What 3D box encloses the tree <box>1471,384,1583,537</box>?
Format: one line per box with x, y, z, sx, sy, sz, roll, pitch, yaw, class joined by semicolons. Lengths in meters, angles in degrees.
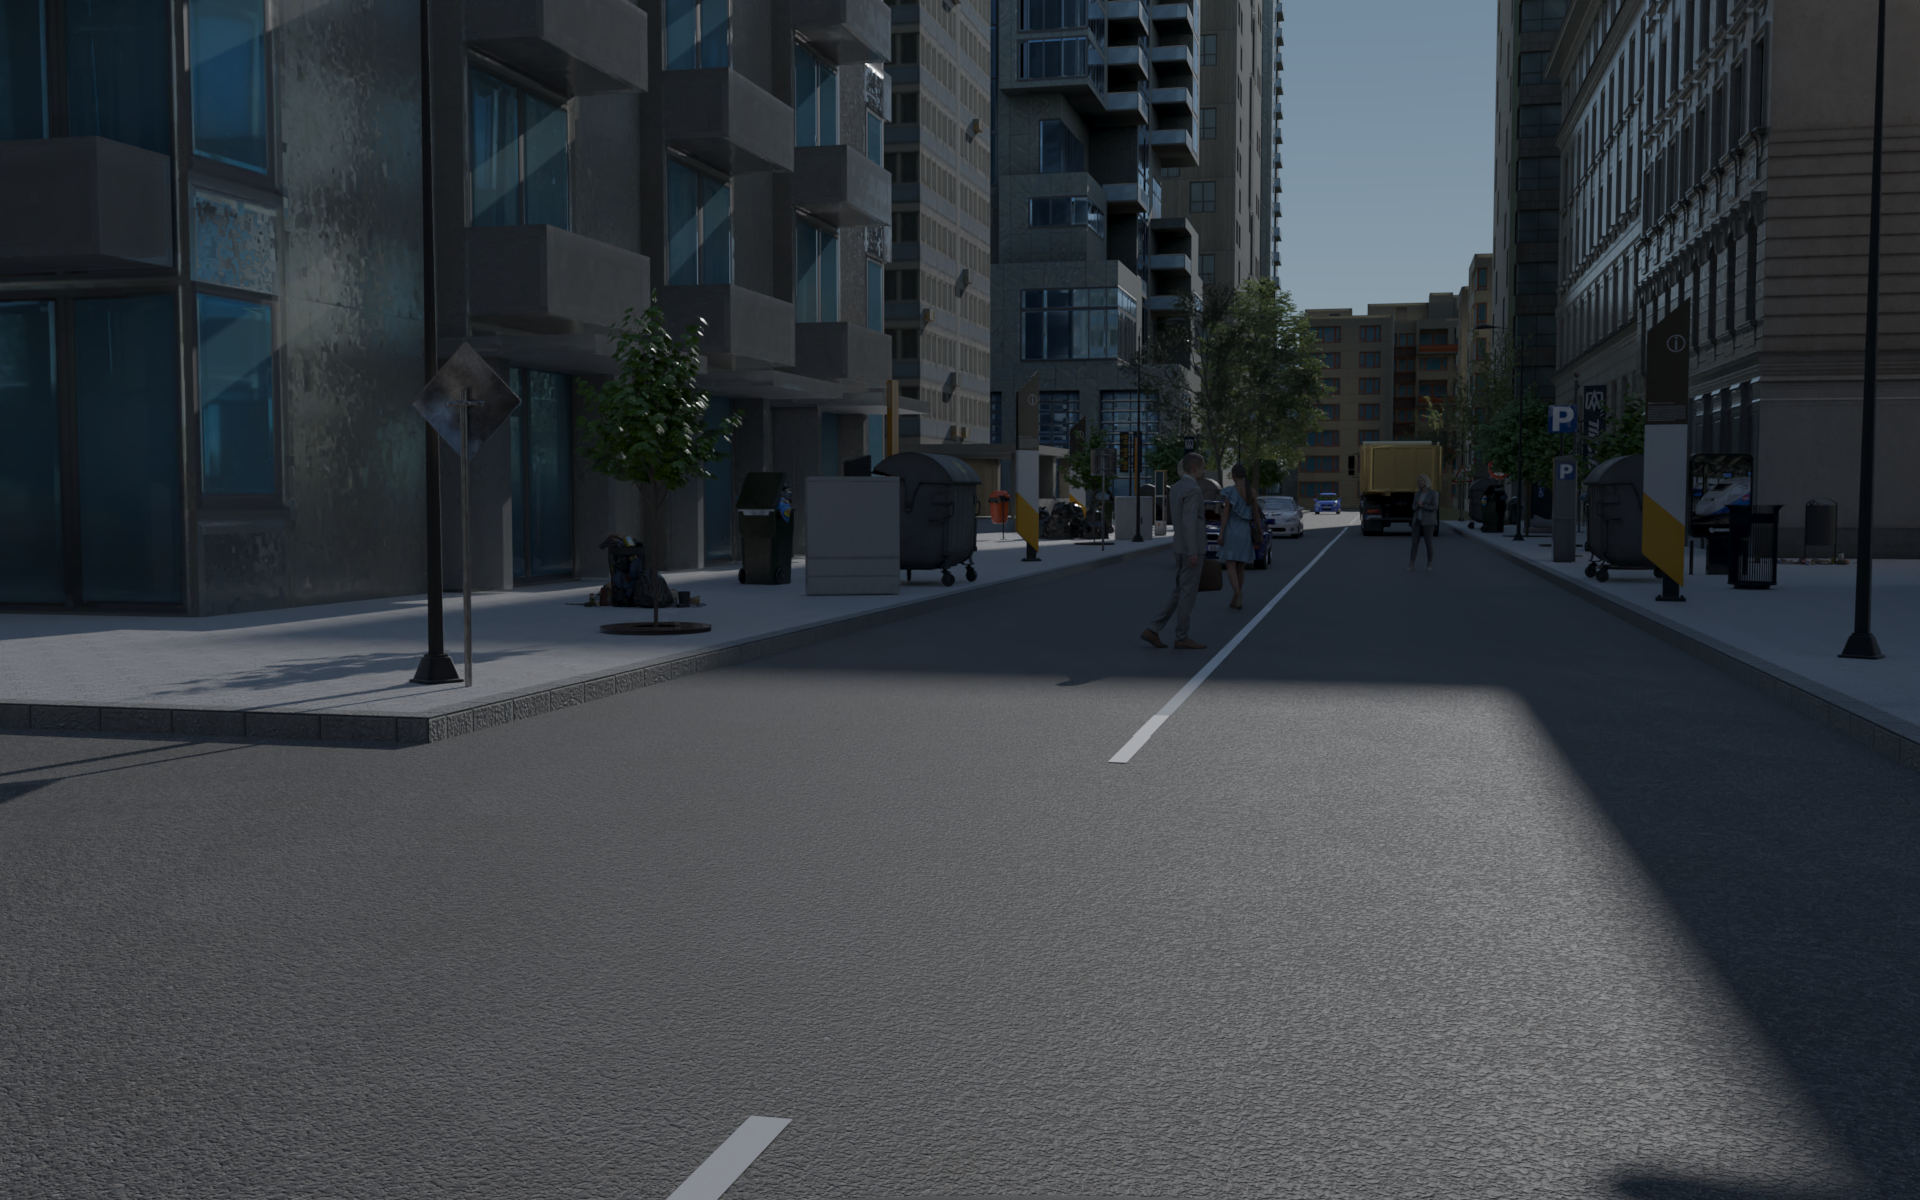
17.159;-4.178;52.019;4.285;4.588;4.351;0;3;0;tree

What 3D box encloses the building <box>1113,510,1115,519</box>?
3.664;-48.227;101.187;22.319;86.520;31.000;1;4;14;building

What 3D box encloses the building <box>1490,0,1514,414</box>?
47.878;-31.671;107.061;28.713;52.752;27.495;1;4;14;building

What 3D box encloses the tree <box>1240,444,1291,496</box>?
18.332;-7.420;105.037;4.285;4.588;4.351;0;3;0;tree

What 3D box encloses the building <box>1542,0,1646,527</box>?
31.280;-14.137;64.431;16.112;22.955;30.059;1;4;14;building

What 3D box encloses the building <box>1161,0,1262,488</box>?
11.090;-33.985;144.894;27.495;52.752;28.713;1;4;14;building

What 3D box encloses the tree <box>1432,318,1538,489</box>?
22.434;-7.525;73.402;4.737;8.622;4.395;0;3;0;tree

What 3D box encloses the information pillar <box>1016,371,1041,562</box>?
1.291;-2.539;32.870;0.504;3.616;0.183;-2;4;-31;information pillar

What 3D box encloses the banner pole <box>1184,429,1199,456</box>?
8.888;-4.661;66.218;0.863;3.779;0.401;-2;4;-30;banner pole

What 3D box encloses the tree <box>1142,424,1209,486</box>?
10.127;-5.947;80.950;4.285;4.588;4.351;0;3;0;tree

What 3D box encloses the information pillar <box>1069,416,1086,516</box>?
3.543;-3.709;51.991;0.504;3.616;0.183;1;4;16;information pillar

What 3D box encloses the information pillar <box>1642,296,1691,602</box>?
8.439;-1.793;20.675;0.504;3.616;0.183;1;4;23;information pillar

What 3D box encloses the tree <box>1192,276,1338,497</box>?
15.913;-10.544;90.514;7.486;12.596;7.792;0;3;0;tree

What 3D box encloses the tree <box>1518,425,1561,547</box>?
14.745;-2.908;42.148;1.663;3.219;1.824;0;3;0;tree

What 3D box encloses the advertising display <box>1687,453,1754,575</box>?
12.054;-1.361;27.473;0.974;1.923;0.123;0;4;2;advertising display

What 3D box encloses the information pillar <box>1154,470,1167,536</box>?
6.187;-2.991;53.394;0.304;2.012;0.304;1;4;23;information pillar

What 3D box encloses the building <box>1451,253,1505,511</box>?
53.780;-17.770;135.586;27.650;21.520;28.899;1;4;14;building

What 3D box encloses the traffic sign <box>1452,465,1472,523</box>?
22.608;-4.769;77.977;0.884;2.594;0.081;1;4;18;traffic sign

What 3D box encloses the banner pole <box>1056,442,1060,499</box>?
4.614;-5.726;83.640;0.863;3.779;0.401;-3;5;-41;banner pole

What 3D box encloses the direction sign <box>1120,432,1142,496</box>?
6.202;-4.338;62.922;0.876;3.537;0.379;2;4;30;direction sign

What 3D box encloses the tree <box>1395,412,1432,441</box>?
40.225;-12.250;150.653;4.737;8.622;4.395;0;3;0;tree

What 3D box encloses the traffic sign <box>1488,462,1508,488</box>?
18.354;-3.598;58.934;0.768;2.556;0.104;1;4;20;traffic sign

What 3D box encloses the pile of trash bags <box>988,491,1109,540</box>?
2.417;-2.415;49.231;3.447;1.369;1.912;-1;4;-23;pile of trash bags

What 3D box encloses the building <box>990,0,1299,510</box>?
20.734;-53.179;182.154;31.000;86.520;22.319;1;4;14;building

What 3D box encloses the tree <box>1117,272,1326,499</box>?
10.915;-8.416;72.018;8.767;10.594;7.601;0;4;-1;tree

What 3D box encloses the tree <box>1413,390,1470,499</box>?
33.995;-10.554;122.916;4.360;8.622;3.978;0;3;0;tree

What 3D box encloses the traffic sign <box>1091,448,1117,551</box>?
3.216;-2.247;38.862;0.606;2.300;0.079;1;4;19;traffic sign

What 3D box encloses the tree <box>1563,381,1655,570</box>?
11.502;-2.152;29.791;1.663;3.219;1.824;0;3;0;tree

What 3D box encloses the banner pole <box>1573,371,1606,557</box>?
12.710;-2.763;35.184;0.401;3.779;0.863;-3;5;-45;banner pole

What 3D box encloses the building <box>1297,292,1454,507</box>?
50.264;-20.416;178.840;28.899;21.520;27.650;1;4;14;building

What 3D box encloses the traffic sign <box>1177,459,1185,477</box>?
7.843;-3.646;59.722;0.768;2.556;0.104;1;4;20;traffic sign

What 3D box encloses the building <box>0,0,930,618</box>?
-14.174;-25.167;31.085;23.786;49.044;30.456;1;4;14;building

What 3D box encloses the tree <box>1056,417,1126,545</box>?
3.404;-3.012;43.843;1.663;3.219;1.824;0;3;0;tree

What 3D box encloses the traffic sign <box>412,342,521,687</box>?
-3.273;-0.480;11.483;0.795;2.450;0.064;1;4;14;traffic sign

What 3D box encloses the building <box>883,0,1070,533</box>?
-12.060;-22.944;67.017;32.217;40.220;23.993;1;4;14;building

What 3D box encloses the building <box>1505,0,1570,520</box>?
35.555;-19.428;89.356;14.160;30.474;14.107;1;4;14;building

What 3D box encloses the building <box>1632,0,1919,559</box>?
22.545;-11.771;41.603;9.793;20.994;18.267;1;4;14;building

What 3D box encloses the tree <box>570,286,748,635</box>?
-2.739;-1.321;16.202;1.663;3.219;1.824;0;3;0;tree
